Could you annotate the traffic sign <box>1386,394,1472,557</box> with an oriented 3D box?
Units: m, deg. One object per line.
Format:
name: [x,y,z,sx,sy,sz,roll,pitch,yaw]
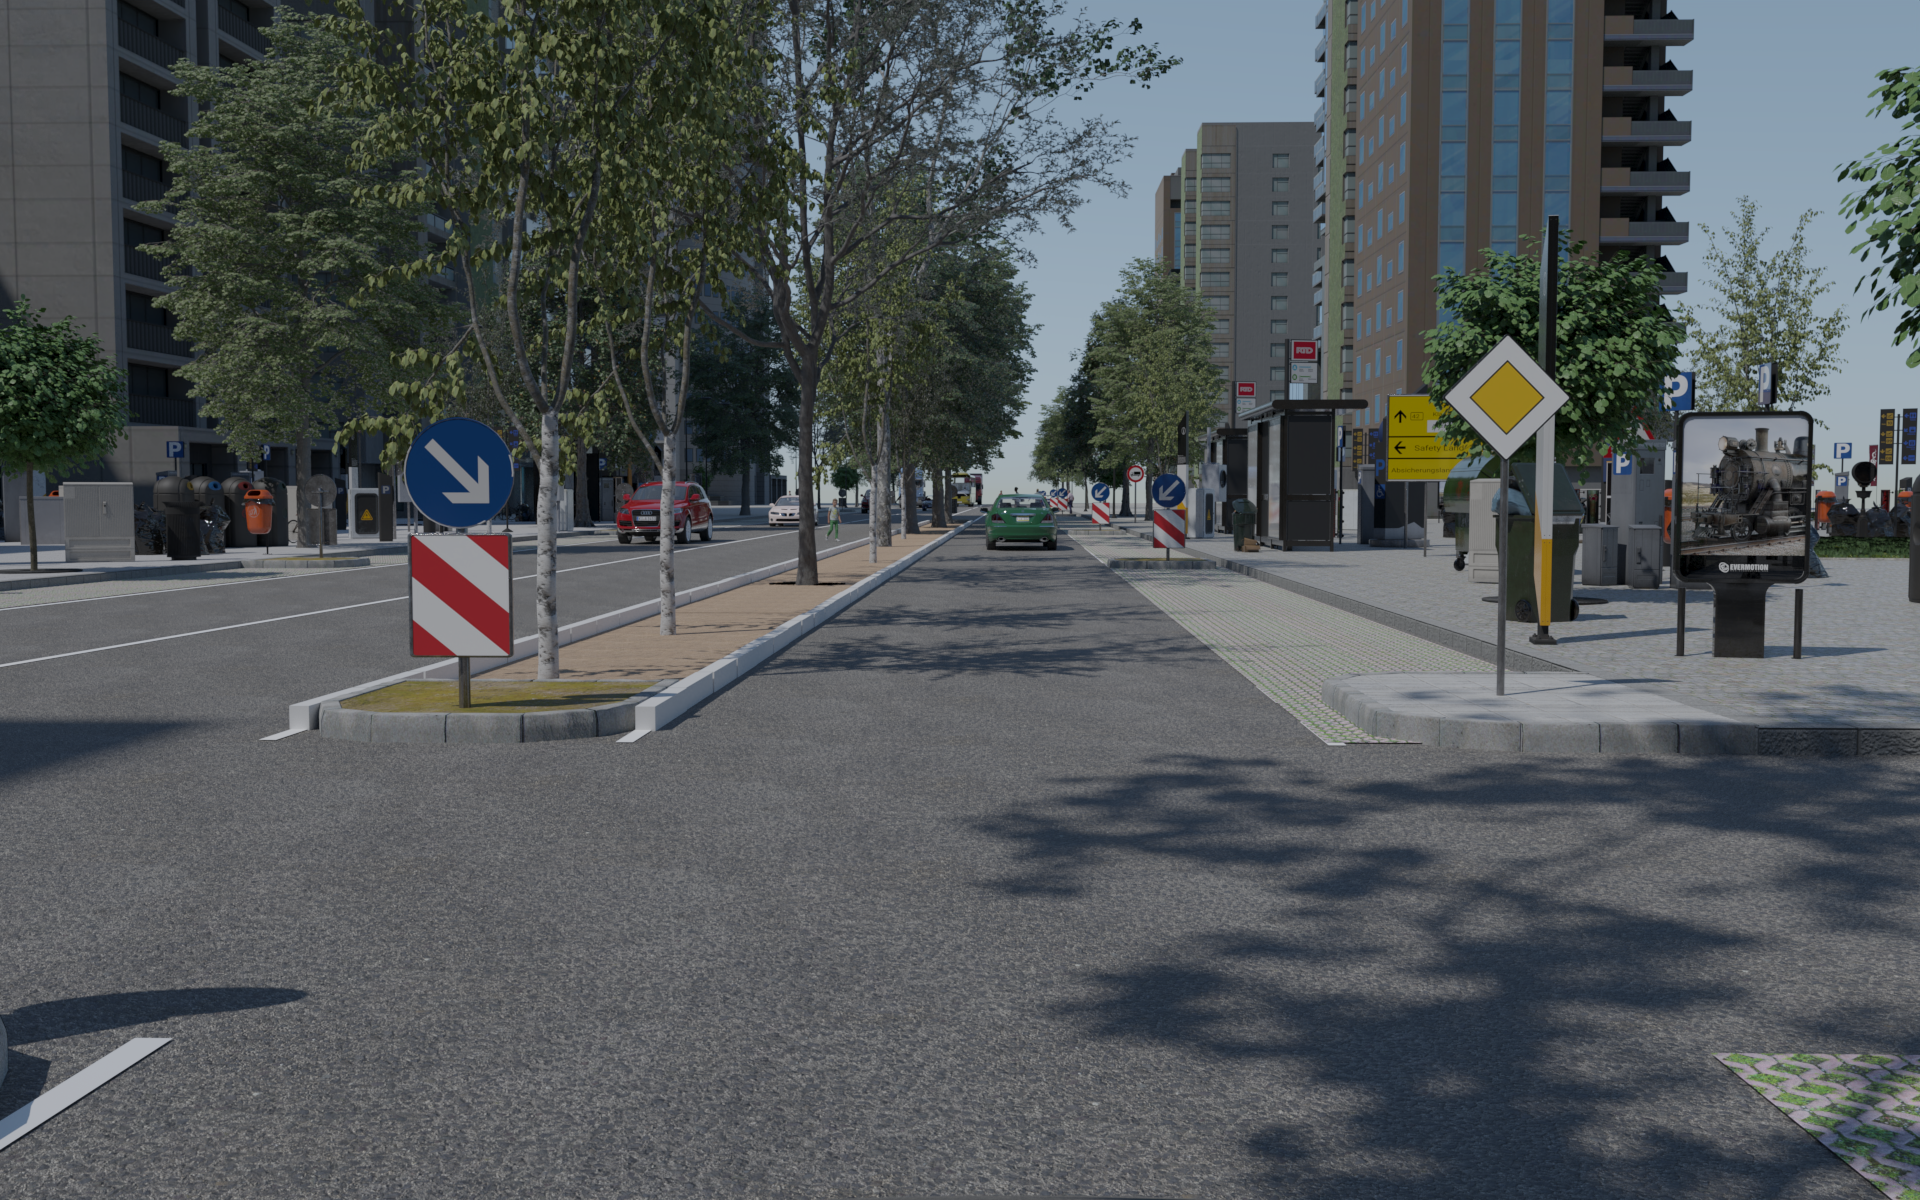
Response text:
traffic sign: [9.805,-2.526,35.178,2.265,3.308,0.079,0,4,7]

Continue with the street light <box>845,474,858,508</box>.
street light: [-9.992,-11.473,160.130,1.470,5.913,1.316,0,4,2]

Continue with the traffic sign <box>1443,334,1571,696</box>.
traffic sign: [3.439,-0.448,10.966,0.795,2.450,0.064,0,4,2]

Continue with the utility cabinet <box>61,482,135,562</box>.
utility cabinet: [-16.203,-1.463,32.606,1.173,1.500,0.318,-2,4,-27]

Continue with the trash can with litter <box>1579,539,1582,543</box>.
trash can with litter: [15.402,-2.089,45.208,2.233,1.210,1.678,0,4,-3]

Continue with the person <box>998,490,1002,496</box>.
person: [4.404,-10.729,183.851,1.348,1.831,0.705,-3,5,-44]

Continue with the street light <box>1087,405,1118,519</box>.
street light: [7.535,-7.221,90.611,1.470,5.913,1.316,0,4,2]

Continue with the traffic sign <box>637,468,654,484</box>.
traffic sign: [-13.914,-4.678,76.595,0.768,2.556,0.104,1,4,9]

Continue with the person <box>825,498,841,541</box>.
person: [-3.840,-2.428,52.448,0.590,1.304,0.306,3,5,45]

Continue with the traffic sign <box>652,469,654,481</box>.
traffic sign: [-15.161,-5.176,84.730,0.768,2.556,0.104,0,4,5]

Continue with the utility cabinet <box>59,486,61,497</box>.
utility cabinet: [-23.481,-2.294,46.185,1.173,1.500,0.318,2,4,27]

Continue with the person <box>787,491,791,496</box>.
person: [-16.426,-9.585,165.748,0.750,1.759,0.617,1,4,22]

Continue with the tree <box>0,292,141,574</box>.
tree: [-15.293,-2.735,28.438,4.285,4.588,4.351,0,3,0]

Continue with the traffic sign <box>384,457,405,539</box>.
traffic sign: [-16.020,-2.993,49.036,0.768,2.556,0.104,1,4,10]

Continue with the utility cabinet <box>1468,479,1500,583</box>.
utility cabinet: [7.855,-0.976,24.630,1.173,1.500,0.318,3,5,40]

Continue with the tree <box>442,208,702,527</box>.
tree: [-14.701,-9.172,66.972,9.611,12.733,9.660,0,3,0]

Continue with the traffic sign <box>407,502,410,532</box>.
traffic sign: [-18.747,-3.593,58.849,0.768,2.556,0.104,0,4,6]

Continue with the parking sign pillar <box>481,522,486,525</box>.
parking sign pillar: [-20.794,-5.181,73.180,1.447,3.967,1.447,3,5,39]

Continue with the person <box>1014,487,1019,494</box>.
person: [2.710,-4.587,83.841,0.374,1.781,0.599,1,4,17]

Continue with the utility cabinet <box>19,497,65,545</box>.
utility cabinet: [-23.280,-2.006,43.958,1.020,1.237,0.306,-2,4,-28]

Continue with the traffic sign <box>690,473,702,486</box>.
traffic sign: [-12.920,-5.048,84.670,0.606,2.300,0.079,0,4,6]

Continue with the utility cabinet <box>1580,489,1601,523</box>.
utility cabinet: [27.504,-4.094,75.613,1.173,1.500,0.318,-1,4,-9]

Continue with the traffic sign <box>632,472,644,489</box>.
traffic sign: [-15.391,-5.061,82.751,0.884,2.594,0.081,0,4,5]

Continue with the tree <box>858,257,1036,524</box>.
tree: [-0.468,-9.858,81.758,7.486,12.596,7.792,0,3,0]

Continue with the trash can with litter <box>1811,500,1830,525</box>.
trash can with litter: [34.028,-3.415,66.900,1.678,1.210,2.233,3,5,43]

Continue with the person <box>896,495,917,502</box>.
person: [-3.204,-5.772,102.891,1.348,1.821,0.705,1,4,16]

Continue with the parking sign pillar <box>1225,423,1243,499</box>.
parking sign pillar: [10.468,-4.756,66.229,1.447,3.967,1.447,1,4,22]

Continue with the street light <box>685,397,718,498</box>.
street light: [-12.579,-6.760,83.059,1.470,5.913,1.316,0,4,2]

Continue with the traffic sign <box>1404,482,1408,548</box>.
traffic sign: [10.523,-2.491,40.832,0.768,2.556,0.104,1,4,10]

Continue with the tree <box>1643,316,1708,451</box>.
tree: [28.788,-7.450,72.169,4.360,8.622,3.978,0,3,0]

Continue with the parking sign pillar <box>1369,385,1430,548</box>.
parking sign pillar: [10.702,-3.278,42.070,1.447,3.967,1.447,-2,4,-28]

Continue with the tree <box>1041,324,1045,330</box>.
tree: [-0.882,-10.022,72.970,9.857,13.997,8.962,0,3,0]

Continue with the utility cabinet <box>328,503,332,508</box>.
utility cabinet: [-19.001,-2.595,51.111,0.318,1.500,1.173,1,4,13]

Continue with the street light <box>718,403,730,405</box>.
street light: [-12.385,-7.074,88.204,1.470,5.913,1.316,0,4,2]

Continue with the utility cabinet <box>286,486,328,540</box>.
utility cabinet: [-18.169,-2.399,47.902,1.173,1.500,0.318,1,4,14]

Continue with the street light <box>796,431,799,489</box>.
street light: [-11.222,-9.281,124.287,1.470,5.913,1.316,0,4,2]

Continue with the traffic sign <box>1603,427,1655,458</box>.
traffic sign: [9.891,-1.559,25.494,0.884,2.594,0.081,0,4,2]

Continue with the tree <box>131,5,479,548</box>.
tree: [-15.299,-7.498,40.719,7.486,12.596,7.792,0,3,0]

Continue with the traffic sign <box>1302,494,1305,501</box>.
traffic sign: [9.687,-2.982,48.864,0.768,2.556,0.104,0,4,2]

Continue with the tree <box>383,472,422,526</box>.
tree: [-22.519,-4.671,70.979,1.663,3.219,1.824,0,3,0]

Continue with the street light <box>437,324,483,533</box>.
street light: [-13.745,-4.586,47.523,1.470,5.913,1.316,0,4,2]

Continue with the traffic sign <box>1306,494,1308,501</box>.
traffic sign: [9.559,-2.790,47.751,0.606,2.300,0.079,1,4,10]

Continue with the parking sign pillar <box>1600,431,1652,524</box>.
parking sign pillar: [19.417,-3.793,50.486,1.447,3.967,1.447,3,4,38]

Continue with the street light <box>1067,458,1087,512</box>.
street light: [8.674,-9.437,126.843,1.470,5.913,1.316,0,4,2]

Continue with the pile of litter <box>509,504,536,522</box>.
pile of litter: [-20.202,-4.073,80.560,1.719,0.858,1.176,1,4,12]

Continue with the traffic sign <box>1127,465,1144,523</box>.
traffic sign: [7.707,-4.645,76.054,0.768,2.556,0.104,0,4,5]

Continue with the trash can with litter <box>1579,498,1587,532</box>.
trash can with litter: [19.817,-2.736,56.122,0.624,1.170,1.055,-2,4,-31]

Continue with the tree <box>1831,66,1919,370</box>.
tree: [6.675,-1.584,9.607,4.285,4.588,4.351,0,3,0]

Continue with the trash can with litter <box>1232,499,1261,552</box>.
trash can with litter: [6.427,-1.654,38.424,0.624,1.170,1.055,-1,4,-9]

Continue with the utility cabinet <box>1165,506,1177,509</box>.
utility cabinet: [10.043,-4.397,80.565,0.318,1.500,1.173,-3,4,-38]

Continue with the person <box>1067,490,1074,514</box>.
person: [7.148,-6.335,113.023,0.756,1.711,0.436,-3,5,-44]

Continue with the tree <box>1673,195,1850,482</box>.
tree: [19.658,-5.622,42.289,4.737,8.622,4.395,0,3,0]

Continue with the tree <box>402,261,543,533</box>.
tree: [-15.059,-6.359,54.340,4.360,8.622,3.978,0,3,0]

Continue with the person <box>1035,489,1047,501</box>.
person: [5.413,-6.864,120.808,1.350,1.814,0.705,0,4,1]
